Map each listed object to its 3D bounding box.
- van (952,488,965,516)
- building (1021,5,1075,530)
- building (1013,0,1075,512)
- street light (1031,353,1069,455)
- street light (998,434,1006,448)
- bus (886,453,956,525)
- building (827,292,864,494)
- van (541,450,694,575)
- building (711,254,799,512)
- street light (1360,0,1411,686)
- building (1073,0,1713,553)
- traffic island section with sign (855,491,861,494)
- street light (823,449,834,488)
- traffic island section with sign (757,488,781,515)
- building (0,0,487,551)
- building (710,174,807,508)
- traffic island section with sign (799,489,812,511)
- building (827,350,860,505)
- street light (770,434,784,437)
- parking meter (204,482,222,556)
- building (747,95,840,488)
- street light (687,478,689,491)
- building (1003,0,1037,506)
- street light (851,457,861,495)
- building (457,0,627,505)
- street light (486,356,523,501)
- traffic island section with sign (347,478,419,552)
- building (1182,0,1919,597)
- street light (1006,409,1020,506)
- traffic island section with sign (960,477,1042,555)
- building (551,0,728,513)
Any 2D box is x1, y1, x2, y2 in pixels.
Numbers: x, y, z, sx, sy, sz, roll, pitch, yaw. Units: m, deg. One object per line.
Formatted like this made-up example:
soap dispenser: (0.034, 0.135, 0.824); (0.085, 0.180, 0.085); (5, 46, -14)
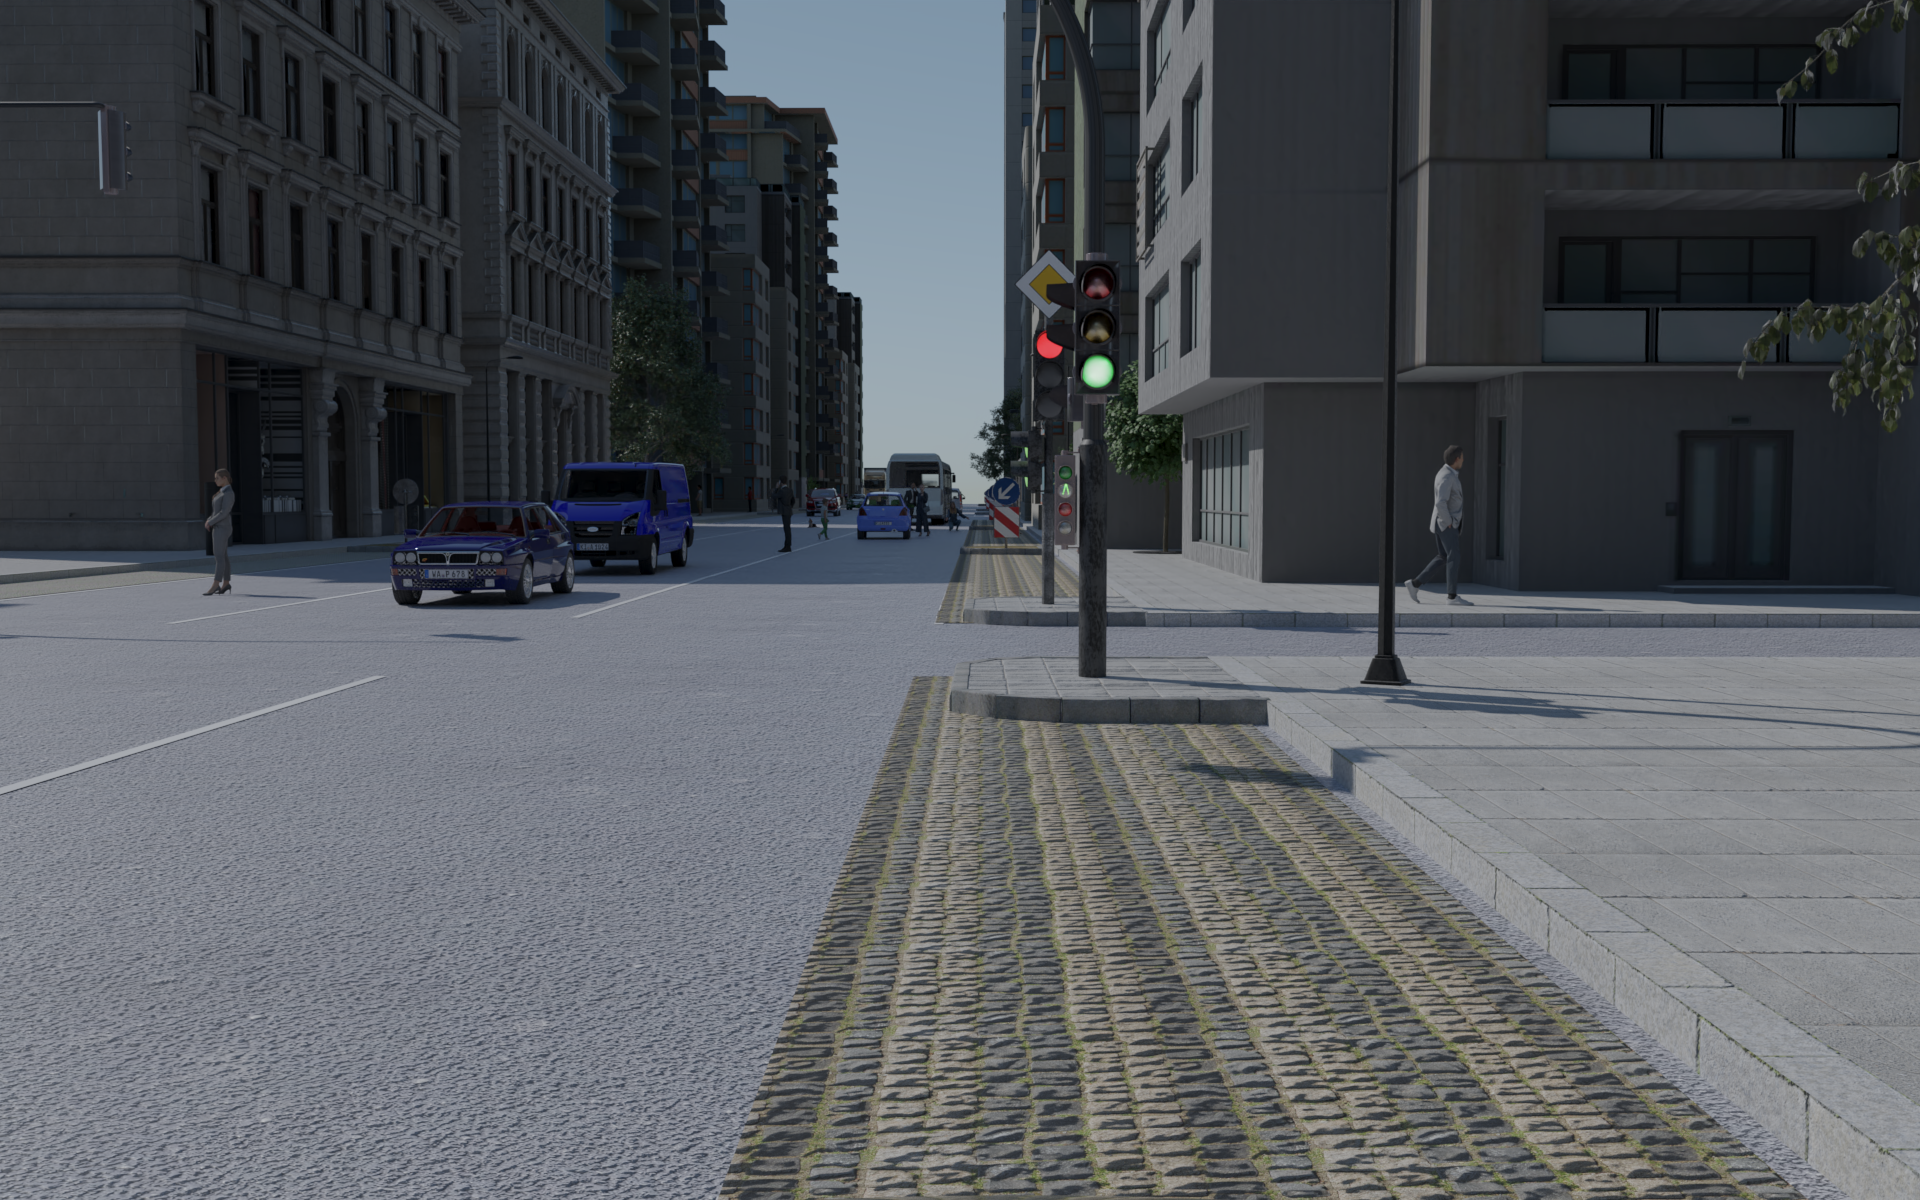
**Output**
van: (-0.655, -6.592, 114.790); (2.013, 2.044, 4.112); (0, 3, 0)
building: (16.822, -14.114, 75.806); (27.650, 21.520, 28.899); (0, 4, 1)
building: (15.356, -44.104, 159.346); (20.563, 71.187, 20.611); (0, 4, 1)
street light: (3.020, -5.166, 57.010); (1.470, 5.913, 1.316); (0, 4, 1)
street light: (3.921, -9.889, 134.224); (1.470, 5.913, 1.316); (0, 4, 1)
bus: (-1.854, -5.483, 84.511); (2.948, 3.499, 13.247); (0, 4, 2)
building: (-21.149, -28.893, 244.101); (14.160, 30.474, 14.107); (0, 4, 1)
van: (-6.350, -1.720, 32.513); (2.240, 2.365, 5.245); (0, 3, 0)
building: (-28.372, -18.010, 139.497); (27.650, 21.520, 28.899); (0, 4, 1)
street light: (2.347, -2.388, 11.586); (1.470, 5.913, 1.316); (0, 4, 1)
building: (10.008, -22.156, 45.852); (14.154, 41.232, 14.086); (0, 4, 1)
traffic island section with sign: (-11.940, -11.887, 202.986); (1.989, 1.847, 2.006); (0, 4, 1)
street light: (-13.642, -12.680, 179.858); (1.470, 5.913, 1.316); (0, 4, 1)
traffic island section with sign: (-13.011, -6.839, 120.448); (1.989, 1.847, 2.006); (0, 4, 1)
building: (-21.776, -11.550, 39.755); (10.553, 20.767, 40.483); (0, 4, 1)
building: (-21.984, -23.786, 160.607); (14.160, 30.474, 14.107); (0, 4, 1)
traffic island section with sign: (-12.663, -8.488, 147.401); (1.989, 1.847, 2.006); (0, 4, 1)
building: (-27.762, -23.115, 222.976); (27.650, 21.520, 28.899); (0, 4, 1)
street light: (-14.343, -9.913, 134.622); (1.470, 5.913, 1.316); (0, 4, 1)
parking meter: (-15.565, -1.698, 36.172); (0.372, 1.533, 0.369); (0, 3, 0)
building: (-25.145, -32.927, 192.984); (22.147, 44.769, 28.867); (0, 4, 1)
street light: (-14.723, -7.618, 97.091); (1.470, 5.913, 1.316); (0, 4, 1)
building: (15.571, -40.301, 200.912); (21.231, 58.520, 28.212); (0, 4, 1)
street light: (-13.118, -15.012, 217.992); (1.470, 5.913, 1.316); (0, 4, 1)
building: (-21.097, -14.802, 70.886); (11.050, 23.489, 19.941); (0, 4, 1)
street light: (-15.342, -5.241, 58.233); (1.470, 5.913, 1.316); (0, 4, 1)
traffic island section with sign: (-13.994, -2.120, 43.298); (1.989, 1.847, 2.006); (0, 4, 1)
building: (10.373, -20.992, 26.822); (14.086, 41.232, 14.154); (0, 4, 1)
street light: (3.463, -7.593, 96.694); (1.470, 5.913, 1.316); (0, 4, 1)
traffic island section with sign: (0.995, -2.014, 41.550); (1.989, 1.847, 2.006); (0, 4, 1)
building: (-26.770, -27.843, 109.859); (22.147, 44.769, 28.867); (0, 4, 1)
